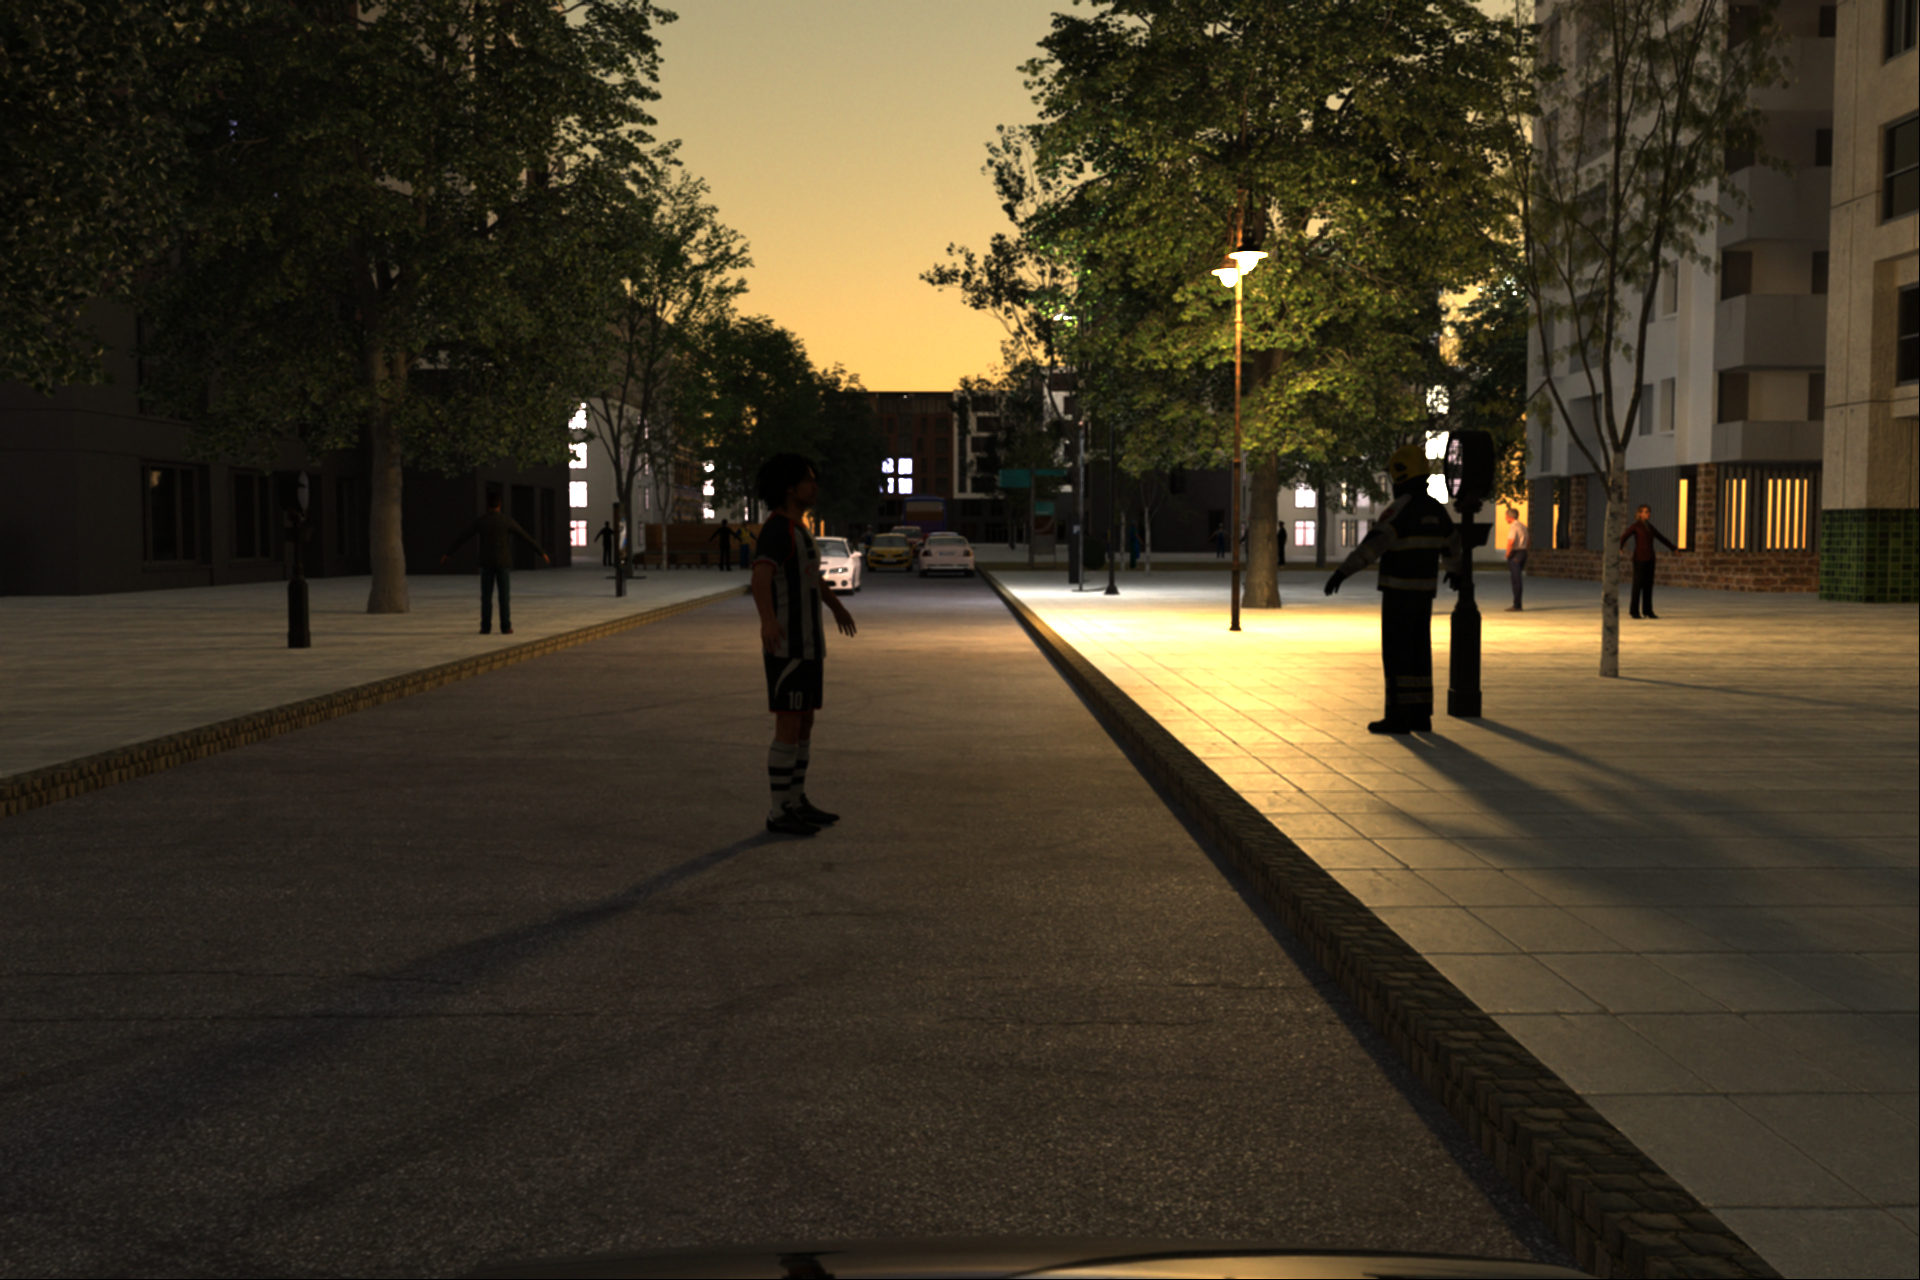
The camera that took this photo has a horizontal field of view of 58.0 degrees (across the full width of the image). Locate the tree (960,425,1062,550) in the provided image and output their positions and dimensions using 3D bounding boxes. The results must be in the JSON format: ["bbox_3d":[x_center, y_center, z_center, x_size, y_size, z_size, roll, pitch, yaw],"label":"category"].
[{"bbox_3d":[4.312,-12.670,141.569,8.767,10.594,7.601,0,4,-4],"label":"tree"}]

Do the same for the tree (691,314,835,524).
[{"bbox_3d":[-10.238,-10.504,89.874,7.486,12.596,7.792,0,3,0],"label":"tree"}]

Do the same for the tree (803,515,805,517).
[{"bbox_3d":[-23.126,-18.462,252.219,4.360,8.622,3.978,0,3,0],"label":"tree"}]

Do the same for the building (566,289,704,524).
[{"bbox_3d":[-30.805,-18.737,137.274,19.493,23.208,18.063,0,4,-1],"label":"building"}]

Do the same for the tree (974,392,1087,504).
[{"bbox_3d":[4.557,-11.015,114.505,8.767,10.594,7.601,2,4,28],"label":"tree"}]

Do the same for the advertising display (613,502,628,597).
[{"bbox_3d":[-6.965,-1.854,35.535,0.123,1.923,0.974,0,4,-1],"label":"advertising display"}]

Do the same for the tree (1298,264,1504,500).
[{"bbox_3d":[19.626,-10.227,77.574,12.009,13.543,11.850,0,3,0],"label":"tree"}]

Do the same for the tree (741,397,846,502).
[{"bbox_3d":[-10.609,-10.670,108.866,7.601,10.594,8.767,1,4,14],"label":"tree"}]

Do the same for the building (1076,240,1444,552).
[{"bbox_3d":[22.935,-17.906,136.739,27.936,21.610,32.646,0,4,-1],"label":"building"}]

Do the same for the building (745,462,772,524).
[{"bbox_3d":[-26.713,-16.321,208.987,9.099,9.664,28.070,0,3,0],"label":"building"}]

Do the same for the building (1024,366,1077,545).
[{"bbox_3d":[22.222,-23.405,226.646,27.936,21.610,32.646,0,4,-1],"label":"building"}]

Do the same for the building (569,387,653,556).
[{"bbox_3d":[-24.385,-10.428,112.639,9.099,9.664,28.070,0,4,-1],"label":"building"}]

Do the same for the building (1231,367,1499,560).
[{"bbox_3d":[22.440,-9.687,100.536,9.099,9.664,28.070,0,4,0],"label":"building"}]

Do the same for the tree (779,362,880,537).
[{"bbox_3d":[-10.746,-13.581,128.710,9.857,13.997,8.962,0,3,0],"label":"tree"}]

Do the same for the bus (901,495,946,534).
[{"bbox_3d":[-2.231,-7.094,107.539,2.896,3.916,12.251,0,4,-1],"label":"bus"}]

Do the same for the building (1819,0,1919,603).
[{"bbox_3d":[25.101,-9.231,17.377,16.747,18.905,31.486,0,4,0],"label":"building"}]

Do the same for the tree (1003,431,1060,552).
[{"bbox_3d":[4.846,-10.666,124.752,4.737,8.622,4.395,0,3,0],"label":"tree"}]

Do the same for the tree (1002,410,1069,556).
[{"bbox_3d":[4.593,-9.258,101.726,4.737,8.622,4.395,0,3,0],"label":"tree"}]

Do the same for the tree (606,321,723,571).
[{"bbox_3d":[-10.232,-6.688,59.705,4.360,8.622,3.978,0,3,0],"label":"tree"}]

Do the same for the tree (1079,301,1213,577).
[{"bbox_3d":[5.695,-6.216,51.996,4.360,8.622,3.978,0,3,0],"label":"tree"}]

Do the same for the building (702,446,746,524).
[{"bbox_3d":[-26.621,-14.511,179.406,9.099,9.664,28.070,0,4,-1],"label":"building"}]

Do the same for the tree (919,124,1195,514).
[{"bbox_3d":[4.033,-13.836,82.106,12.611,20.169,13.585,0,3,0],"label":"tree"}]

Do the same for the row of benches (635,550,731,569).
[{"bbox_3d":[-10.202,-2.990,64.348,1.422,0.672,4.104,3,5,44],"label":"row of benches"}]

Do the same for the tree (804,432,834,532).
[{"bbox_3d":[-9.989,-10.270,118.279,4.360,8.622,3.978,0,3,0],"label":"tree"}]

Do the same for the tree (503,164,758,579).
[{"bbox_3d":[-9.604,-7.566,49.466,9.928,11.665,9.643,0,3,0],"label":"tree"}]

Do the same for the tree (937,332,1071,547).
[{"bbox_3d":[4.158,-18.885,164.664,12.611,20.169,13.585,0,3,0],"label":"tree"}]

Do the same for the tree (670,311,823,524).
[{"bbox_3d":[-9.909,-9.459,80.407,9.928,11.665,9.643,0,3,0],"label":"tree"}]

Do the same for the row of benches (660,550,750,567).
[{"bbox_3d":[-9.986,-3.225,68.200,4.104,0.672,1.422,-3,5,-41],"label":"row of benches"}]

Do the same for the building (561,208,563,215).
[{"bbox_3d":[-27.024,-13.944,84.399,16.016,20.090,11.380,0,4,0],"label":"building"}]

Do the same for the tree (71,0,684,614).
[{"bbox_3d":[-9.215,-7.413,27.860,9.857,13.997,8.962,0,3,0],"label":"tree"}]

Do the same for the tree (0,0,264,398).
[{"bbox_3d":[-9.445,-6.454,12.186,9.857,13.997,8.962,0,3,0],"label":"tree"}]

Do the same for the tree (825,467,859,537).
[{"bbox_3d":[-10.698,-11.755,142.555,4.360,8.622,3.978,0,3,0],"label":"tree"}]

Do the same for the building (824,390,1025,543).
[{"bbox_3d":[-3.395,-25.117,257.098,32.646,21.610,27.936,0,4,-1],"label":"building"}]

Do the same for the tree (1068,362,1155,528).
[{"bbox_3d":[6.290,-7.413,71.571,4.360,8.622,3.978,0,3,0],"label":"tree"}]

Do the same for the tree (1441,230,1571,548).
[{"bbox_3d":[22.985,-9.709,65.399,9.857,13.997,8.962,0,3,0],"label":"tree"}]

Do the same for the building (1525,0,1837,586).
[{"bbox_3d":[22.194,-11.861,50.341,16.016,20.090,11.380,0,4,-1],"label":"building"}]

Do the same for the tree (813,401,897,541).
[{"bbox_3d":[-10.544,-15.475,159.673,9.857,13.997,8.962,0,3,0],"label":"tree"}]

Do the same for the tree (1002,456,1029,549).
[{"bbox_3d":[5.042,-12.426,153.535,4.737,8.622,4.395,0,3,0],"label":"tree"}]

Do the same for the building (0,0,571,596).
[{"bbox_3d":[-28.964,-12.673,51.177,27.936,21.610,32.646,0,4,-1],"label":"building"}]

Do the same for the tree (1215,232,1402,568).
[{"bbox_3d":[13.457,-9.040,65.929,7.486,12.596,7.792,0,3,0],"label":"tree"}]
